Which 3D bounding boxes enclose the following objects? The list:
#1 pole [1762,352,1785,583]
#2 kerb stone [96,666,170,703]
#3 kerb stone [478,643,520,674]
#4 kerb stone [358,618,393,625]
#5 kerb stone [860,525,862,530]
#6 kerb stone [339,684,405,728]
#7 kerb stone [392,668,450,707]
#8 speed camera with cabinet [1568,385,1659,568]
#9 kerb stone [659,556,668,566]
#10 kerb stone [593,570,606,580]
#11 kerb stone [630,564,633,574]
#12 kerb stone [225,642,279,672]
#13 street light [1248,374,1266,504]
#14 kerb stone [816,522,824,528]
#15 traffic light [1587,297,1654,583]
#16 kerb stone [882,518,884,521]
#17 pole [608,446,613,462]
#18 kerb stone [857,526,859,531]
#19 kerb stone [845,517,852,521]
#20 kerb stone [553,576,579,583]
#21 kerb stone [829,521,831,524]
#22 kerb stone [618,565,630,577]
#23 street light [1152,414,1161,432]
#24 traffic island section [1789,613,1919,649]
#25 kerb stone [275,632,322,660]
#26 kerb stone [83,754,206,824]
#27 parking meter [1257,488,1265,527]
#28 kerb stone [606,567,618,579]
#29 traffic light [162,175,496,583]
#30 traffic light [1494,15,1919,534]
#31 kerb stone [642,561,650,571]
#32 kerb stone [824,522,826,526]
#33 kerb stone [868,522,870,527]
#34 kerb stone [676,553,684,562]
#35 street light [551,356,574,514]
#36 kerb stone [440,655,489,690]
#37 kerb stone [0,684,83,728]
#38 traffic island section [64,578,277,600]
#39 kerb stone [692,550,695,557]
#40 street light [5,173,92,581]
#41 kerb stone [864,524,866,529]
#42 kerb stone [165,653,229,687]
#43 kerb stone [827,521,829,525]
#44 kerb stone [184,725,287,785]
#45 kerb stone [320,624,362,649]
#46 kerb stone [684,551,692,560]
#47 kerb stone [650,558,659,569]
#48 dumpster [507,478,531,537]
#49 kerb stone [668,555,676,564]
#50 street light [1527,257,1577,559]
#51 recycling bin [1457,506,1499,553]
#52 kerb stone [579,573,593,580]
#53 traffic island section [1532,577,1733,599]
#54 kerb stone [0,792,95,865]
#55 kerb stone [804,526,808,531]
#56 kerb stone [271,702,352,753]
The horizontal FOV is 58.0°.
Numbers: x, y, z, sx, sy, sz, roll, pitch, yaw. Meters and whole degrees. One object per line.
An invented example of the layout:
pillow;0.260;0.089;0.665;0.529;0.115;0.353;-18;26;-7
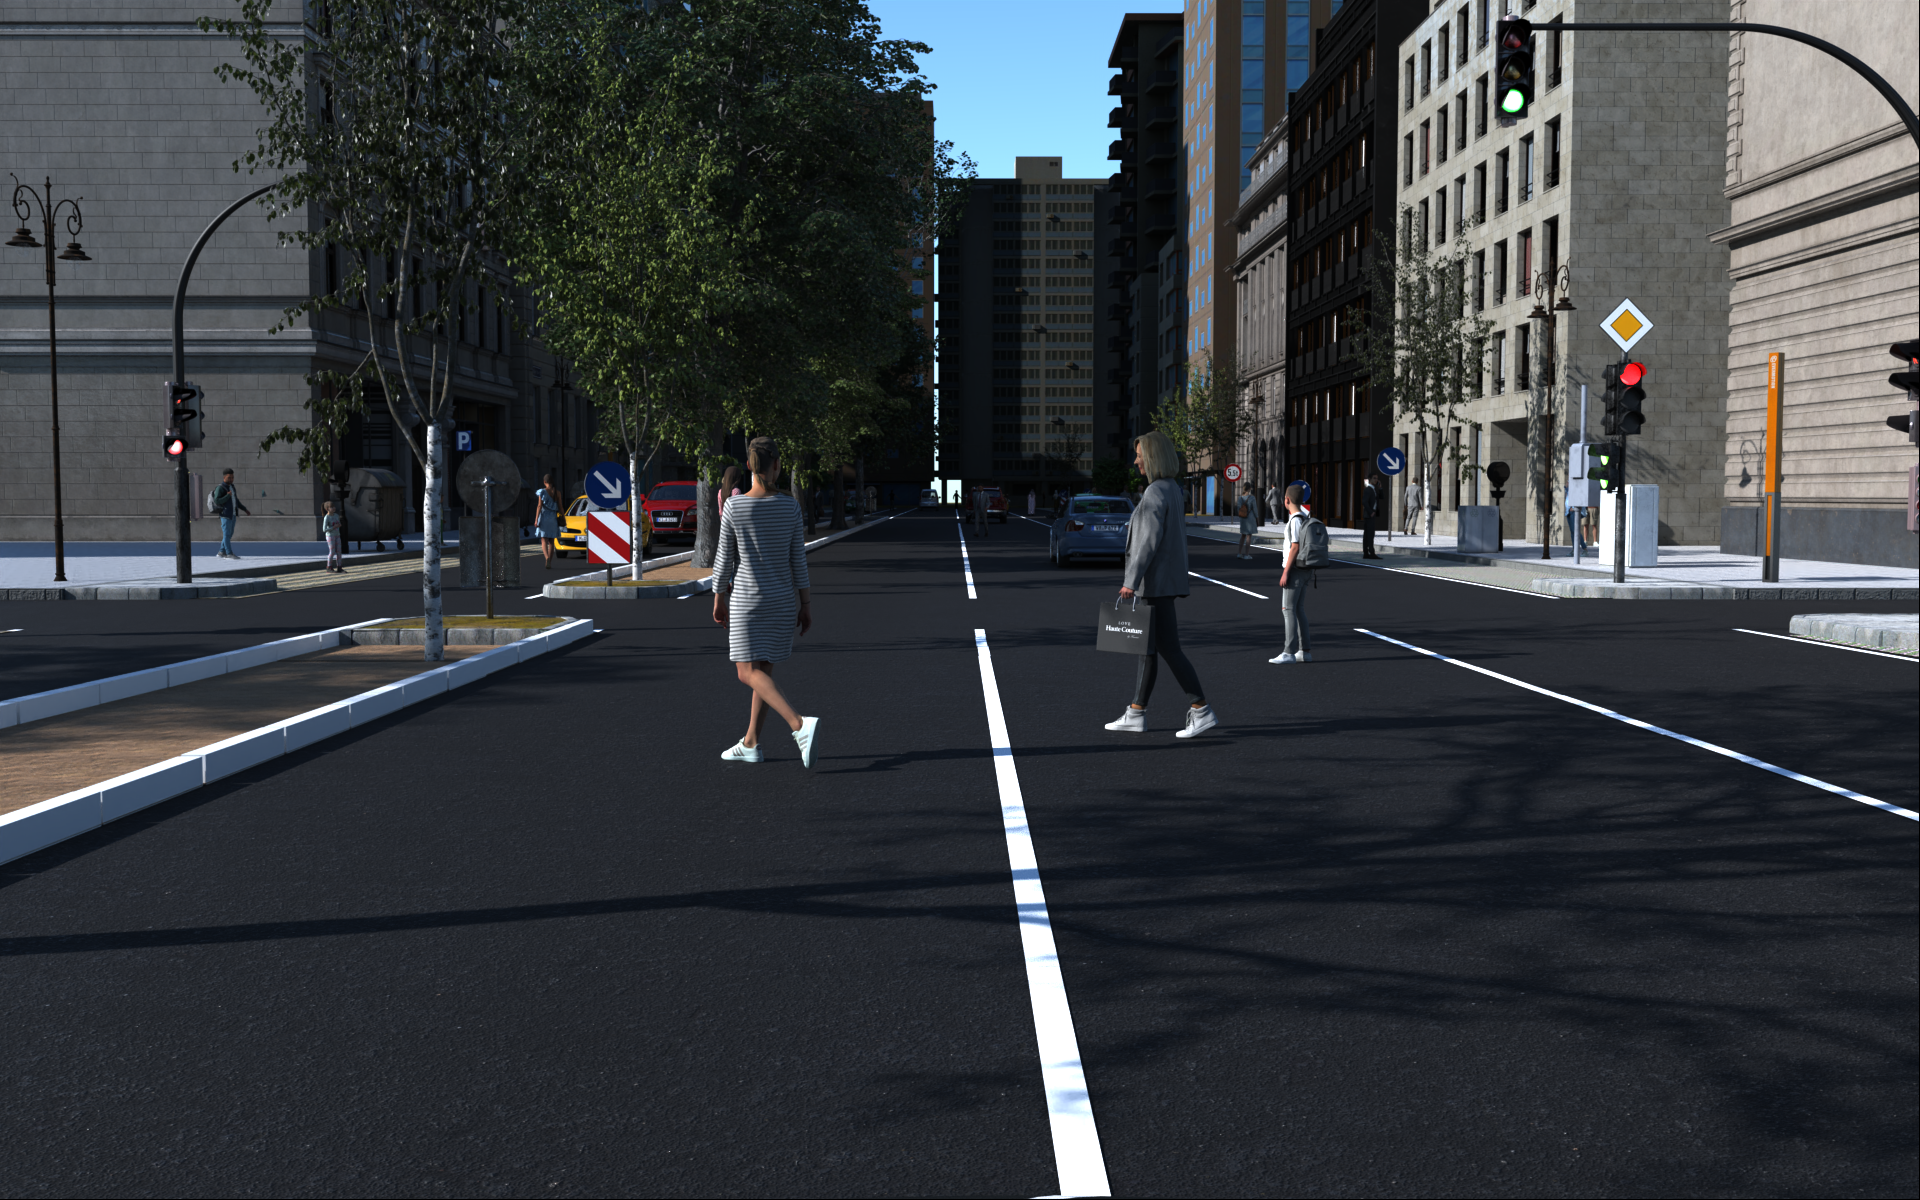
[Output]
pole;11.777;-1.910;25.070;0.158;3.312;0.155;0;3;0
kerb stone;-5.887;0.609;12.234;0.120;0.150;1.000;0;4;0
kerb stone;-3.801;0.493;14.151;0.120;0.150;1.000;0;4;0
kerb stone;-5.901;0.296;17.359;0.120;0.150;1.000;0;4;0
kerb stone;-3.997;-2.743;67.048;0.120;0.150;1.000;0;4;0
kerb stone;-3.781;0.680;11.072;0.120;0.150;1.000;0;4;0
kerb stone;-3.789;0.618;12.097;0.120;0.150;1.000;0;4;0
speed camera with cabinet;11.648;-2.235;30.882;0.660;3.252;2.038;-1;4;-11
kerb stone;-5.971;-0.737;34.250;0.120;0.150;1.000;0;4;0
kerb stone;-5.941;-0.360;28.083;0.120;0.150;1.000;0;4;0
kerb stone;-5.949;-0.549;31.168;0.120;0.150;1.000;0;4;0
kerb stone;-5.892;0.485;14.286;0.120;0.150;1.000;0;4;0
street light;11.448;-5.755;66.883;0.468;5.910;1.993;0;4;0
kerb stone;-6.128;-3.245;75.243;0.120;0.150;1.000;0;4;0
traffic light;9.507;-2.202;24.917;0.839;4.253;0.868;0;4;0
kerb stone;-4.070;-3.994;87.518;0.120;0.150;1.000;0;4;0
pole;-12.926;-4.294;64.057;0.158;3.312;0.155;0;3;0
kerb stone;-3.988;-2.618;64.995;0.120;0.150;1.000;0;4;0
kerb stone;-6.200;-4.557;96.778;0.120;0.150;1.000;0;4;0
kerb stone;-5.932;-0.234;26.021;0.120;0.150;1.000;0;4;0
kerb stone;-6.142;-3.494;79.335;0.120;0.150;1.000;0;4;0
kerb stone;-5.945;-0.486;30.143;0.120;0.150;1.000;0;4;0
street light;11.267;-7.753;99.551;0.468;5.910;1.993;0;4;0
traffic island section;9.577;0.320;17.046;2.009;0.180;2.903;0;4;0
kerb stone;-5.903;0.421;15.308;0.120;0.150;1.000;0;4;0
kerb stone;-3.772;0.872;7.992;0.120;0.150;1.000;0;4;0
parking meter;11.850;-3.668;68.381;0.372;1.533;0.369;0;3;0
kerb stone;-5.949;-0.420;29.121;0.120;0.150;1.000;0;4;0
traffic light;-9.063;-3.070;24.866;4.771;5.953;1.251;0;4;0
traffic light;7.445;-2.576;16.782;4.771;5.953;1.251;0;4;0
kerb stone;-5.967;-0.609;32.195;0.120;0.150;1.000;0;4;0
kerb stone;-6.128;-3.307;76.268;0.120;0.150;1.000;0;4;0
kerb stone;-4.010;-3.119;73.195;0.120;0.150;1.000;0;4;0
kerb stone;-5.984;-0.857;36.306;0.120;0.150;1.000;0;4;0
street light;-13.296;-5.213;58.023;0.468;5.910;1.993;0;4;0
kerb stone;-3.785;0.555;13.123;0.120;0.150;1.000;0;4;0
kerb stone;-5.878;0.672;11.212;0.120;0.150;1.000;0;4;0
traffic island section;-11.194;-0.164;24.958;2.009;0.180;2.903;0;4;0
kerb stone;-5.985;-0.987;38.360;0.120;0.150;1.000;0;4;0
street light;-13.262;-3.215;25.355;0.468;5.910;1.993;0;4;0
kerb stone;-4.004;-2.926;70.116;0.120;0.150;1.000;0;4;0
kerb stone;-5.887;0.547;13.257;0.120;0.150;1.000;0;4;0
kerb stone;-6.130;-3.432;78.313;0.120;0.150;1.000;0;4;0
kerb stone;-3.775;0.805;9.026;0.120;0.150;1.000;0;4;0
kerb stone;-5.900;0.358;16.337;0.120;0.150;1.000;0;4;0
kerb stone;-5.979;-0.926;37.338;0.120;0.150;1.000;0;4;0
kerb stone;-5.964;-0.668;33.224;0.120;0.150;1.000;0;4;0
dumpster;-13.482;-2.774;51.110;1.264;1.857;1.865;0;3;0
kerb stone;-5.969;-0.801;35.284;0.120;0.150;1.000;0;4;0
street light;11.541;-3.739;33.923;0.468;5.910;1.993;0;4;0
recycling bin;11.291;-1.541;37.753;0.722;1.027;0.722;0;4;1
kerb stone;-5.943;-0.297;27.054;0.120;0.150;1.000;0;4;0
traffic island section;9.547;-0.168;25.031;2.009;0.180;2.903;0;4;0
kerb stone;-3.763;0.931;6.970;0.120;0.150;1.000;0;4;0
kerb stone;-6.107;-2.930;70.117;0.120;0.150;1.000;0;4;0
kerb stone;-3.777;0.743;10.049;0.120;0.150;1.000;0;4;0
